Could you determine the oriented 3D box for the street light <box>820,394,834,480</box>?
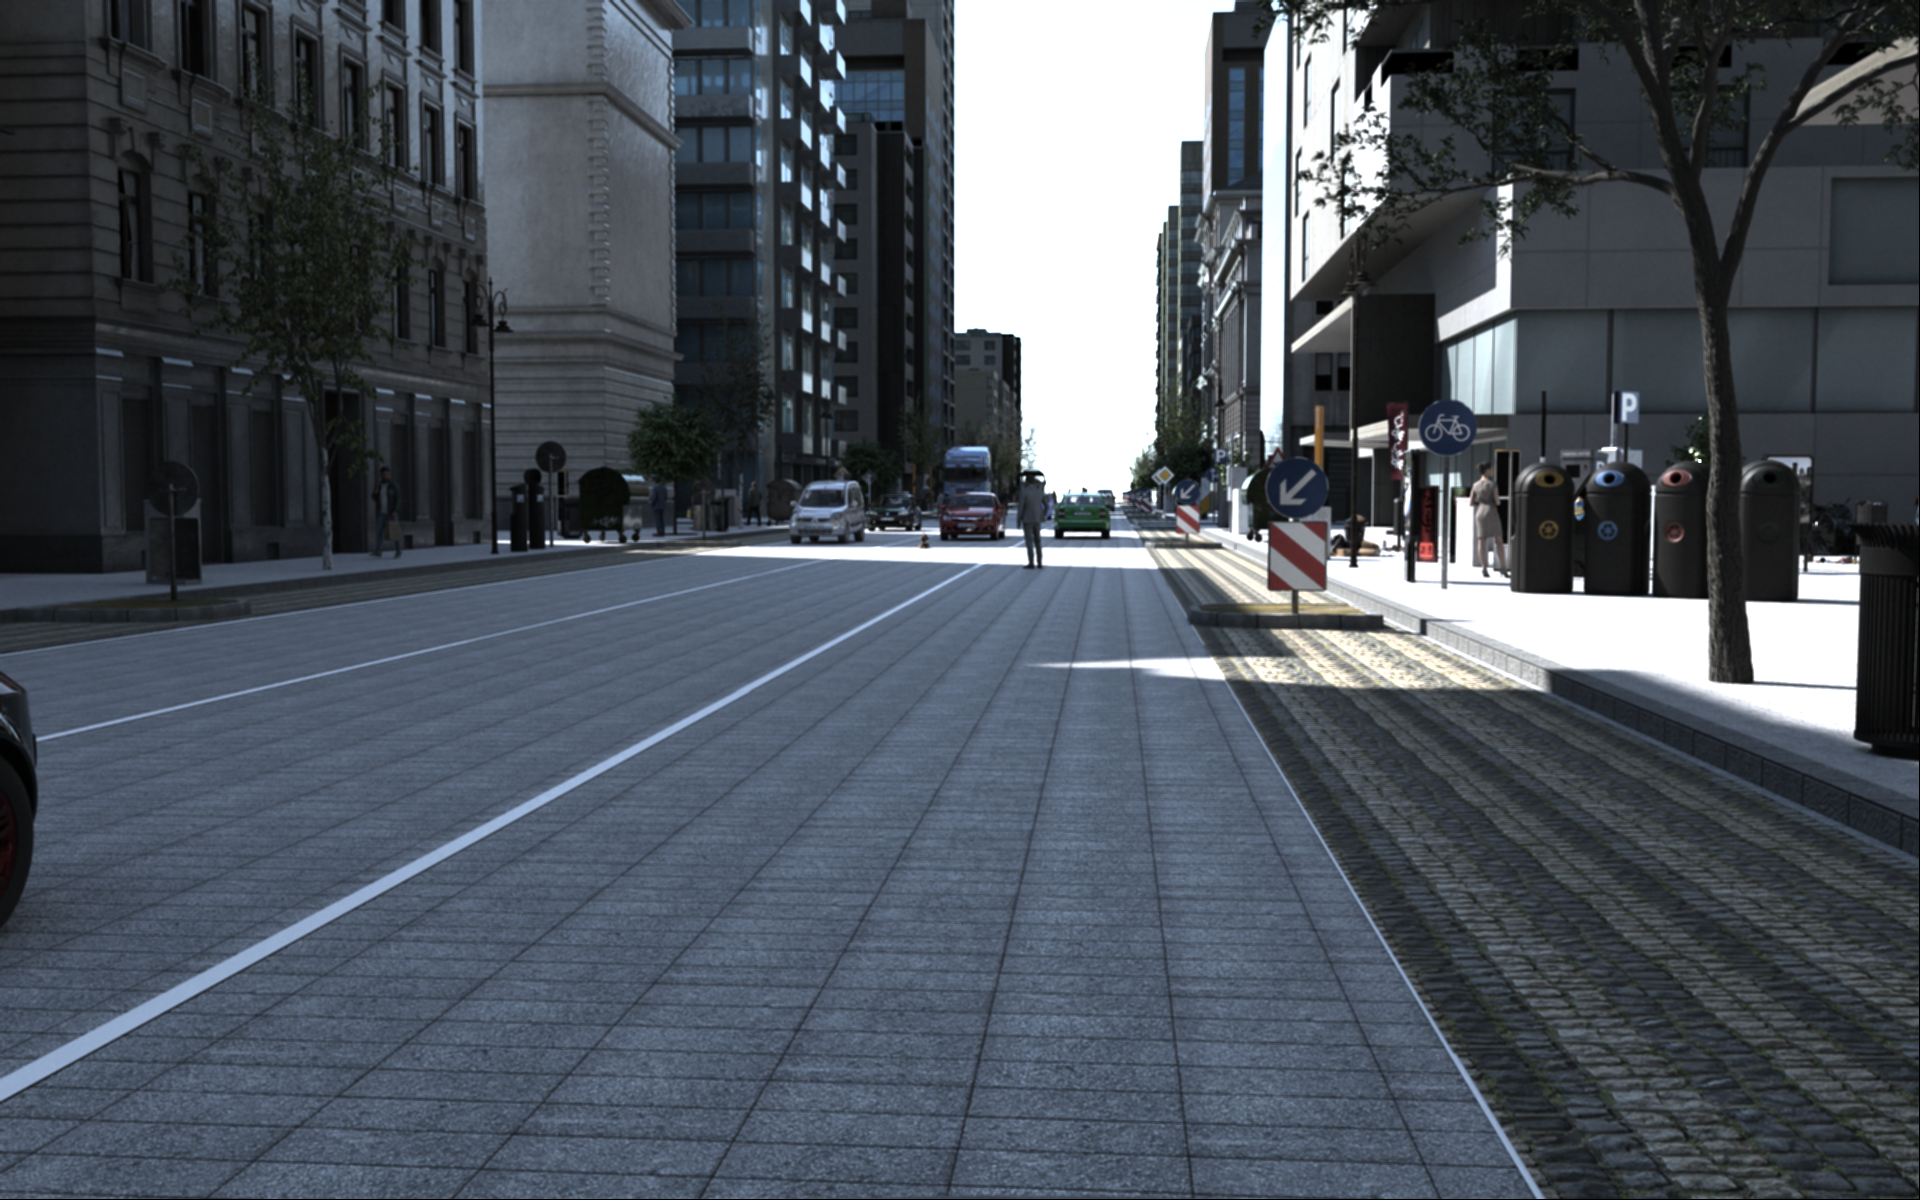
[{"bbox_3d":[-6.185,-6.584,80.430,0.468,5.910,1.993,0,4,5],"label":"street light"}]

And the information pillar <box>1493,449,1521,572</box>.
[{"bbox_3d":[9.057,-1.480,28.696,0.304,2.012,0.304,-3,5,-43],"label":"information pillar"}]

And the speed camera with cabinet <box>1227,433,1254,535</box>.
[{"bbox_3d":[9.041,-3.749,55.631,0.660,3.252,2.038,0,4,-1],"label":"speed camera with cabinet"}]

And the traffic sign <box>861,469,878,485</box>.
[{"bbox_3d":[-4.175,-4.742,79.730,0.795,2.593,0.064,0,4,5],"label":"traffic sign"}]

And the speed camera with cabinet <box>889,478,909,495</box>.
[{"bbox_3d":[-3.853,-7.050,109.595,0.660,3.252,2.038,1,4,20],"label":"speed camera with cabinet"}]

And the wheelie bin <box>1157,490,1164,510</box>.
[{"bbox_3d":[16.418,-8.183,141.695,0.693,1.594,0.980,0,4,3],"label":"wheelie bin"}]

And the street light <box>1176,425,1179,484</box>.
[{"bbox_3d":[14.246,-8.627,113.841,0.468,5.910,1.993,0,4,5],"label":"street light"}]

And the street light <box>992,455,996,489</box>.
[{"bbox_3d":[3.848,-13.574,194.718,0.468,5.910,1.993,0,4,5],"label":"street light"}]

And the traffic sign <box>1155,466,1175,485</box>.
[{"bbox_3d":[8.369,-4.184,70.597,0.795,2.593,0.064,0,4,5],"label":"traffic sign"}]

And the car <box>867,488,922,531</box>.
[{"bbox_3d":[-2.552,-3.557,67.949,2.009,1.686,4.222,0,4,6],"label":"car"}]

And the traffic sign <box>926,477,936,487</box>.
[{"bbox_3d":[-2.203,-7.979,130.565,0.768,2.556,0.104,1,4,12],"label":"traffic sign"}]

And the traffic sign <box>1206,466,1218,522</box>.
[{"bbox_3d":[11.602,-4.829,79.064,0.768,2.556,0.104,1,4,10],"label":"traffic sign"}]

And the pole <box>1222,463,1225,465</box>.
[{"bbox_3d":[13.709,-5.892,90.177,0.158,3.312,0.155,0,3,0],"label":"pole"}]

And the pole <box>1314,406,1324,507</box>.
[{"bbox_3d":[8.289,-2.824,40.016,0.158,3.312,0.155,0,3,0],"label":"pole"}]

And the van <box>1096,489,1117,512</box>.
[{"bbox_3d":[11.905,-8.291,142.568,2.013,2.044,4.112,0,4,4],"label":"van"}]

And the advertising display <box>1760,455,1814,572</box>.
[{"bbox_3d":[13.549,-1.419,28.419,0.974,1.923,0.123,-1,4,-16],"label":"advertising display"}]

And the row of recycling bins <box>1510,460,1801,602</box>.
[{"bbox_3d":[8.683,-0.899,21.819,3.534,1.692,1.069,3,4,39],"label":"row of recycling bins"}]

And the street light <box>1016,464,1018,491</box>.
[{"bbox_3d":[7.768,-16.293,239.184,0.468,5.910,1.993,0,4,5],"label":"street light"}]

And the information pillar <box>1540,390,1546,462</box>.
[{"bbox_3d":[13.117,-2.914,39.000,0.183,3.616,0.504,1,4,17],"label":"information pillar"}]

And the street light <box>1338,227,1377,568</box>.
[{"bbox_3d":[6.883,-3.506,30.117,0.468,5.910,1.993,0,4,5],"label":"street light"}]

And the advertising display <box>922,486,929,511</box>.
[{"bbox_3d":[-2.587,-7.634,130.024,0.123,1.923,0.974,2,4,27],"label":"advertising display"}]

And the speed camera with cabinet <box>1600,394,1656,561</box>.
[{"bbox_3d":[13.423,-2.410,33.744,0.660,3.252,2.038,-2,4,-31],"label":"speed camera with cabinet"}]

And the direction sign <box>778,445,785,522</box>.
[{"bbox_3d":[-8.371,-5.423,80.657,0.379,3.537,0.876,-1,4,-11],"label":"direction sign"}]

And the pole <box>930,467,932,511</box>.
[{"bbox_3d":[-2.155,-8.237,128.524,0.158,3.312,0.155,0,3,0],"label":"pole"}]

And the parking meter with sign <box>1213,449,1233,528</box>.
[{"bbox_3d":[10.103,-4.262,65.945,0.543,3.016,1.738,0,4,-5],"label":"parking meter with sign"}]

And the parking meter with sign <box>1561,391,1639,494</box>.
[{"bbox_3d":[10.860,-2.072,30.133,0.543,3.016,1.738,-2,4,-32],"label":"parking meter with sign"}]

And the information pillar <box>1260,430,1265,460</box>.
[{"bbox_3d":[11.144,-4.434,63.853,0.183,3.616,0.504,1,4,21],"label":"information pillar"}]

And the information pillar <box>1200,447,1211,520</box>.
[{"bbox_3d":[12.275,-5.826,86.615,0.504,3.616,0.183,2,4,32],"label":"information pillar"}]

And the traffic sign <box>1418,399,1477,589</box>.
[{"bbox_3d":[6.541,-1.420,23.321,0.768,2.556,0.104,0,4,6],"label":"traffic sign"}]

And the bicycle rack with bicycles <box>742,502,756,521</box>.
[{"bbox_3d":[-11.212,-4.286,83.466,2.852,0.926,2.925,1,4,21],"label":"bicycle rack with bicycles"}]

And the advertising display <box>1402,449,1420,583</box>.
[{"bbox_3d":[6.606,-1.235,25.400,0.123,1.923,0.974,0,4,8],"label":"advertising display"}]

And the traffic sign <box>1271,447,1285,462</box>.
[{"bbox_3d":[8.803,-2.938,48.032,0.884,2.594,0.081,1,4,10],"label":"traffic sign"}]

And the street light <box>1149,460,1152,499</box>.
[{"bbox_3d":[21.030,-13.344,190.955,0.468,5.910,1.993,0,4,5],"label":"street light"}]

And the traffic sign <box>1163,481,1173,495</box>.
[{"bbox_3d":[16.120,-8.210,134.331,0.768,2.556,0.104,1,4,12],"label":"traffic sign"}]

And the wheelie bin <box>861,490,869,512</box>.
[{"bbox_3d":[-6.788,-6.900,120.726,0.980,1.594,0.693,0,4,3],"label":"wheelie bin"}]

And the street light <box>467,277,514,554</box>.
[{"bbox_3d":[-9.990,-3.929,37.022,0.468,5.910,1.993,0,4,5],"label":"street light"}]

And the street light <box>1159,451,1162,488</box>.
[{"bbox_3d":[17.692,-10.992,152.502,0.468,5.910,1.993,0,4,5],"label":"street light"}]

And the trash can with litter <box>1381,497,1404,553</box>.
[{"bbox_3d":[9.784,-1.708,38.985,1.678,1.210,2.233,1,4,14],"label":"trash can with litter"}]

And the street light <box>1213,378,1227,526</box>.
[{"bbox_3d":[10.375,-5.897,69.210,0.468,5.910,1.993,0,4,5],"label":"street light"}]

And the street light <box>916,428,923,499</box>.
[{"bbox_3d":[-2.801,-8.944,119.020,0.468,5.910,1.993,0,4,5],"label":"street light"}]

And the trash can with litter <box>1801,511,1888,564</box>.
[{"bbox_3d":[16.561,-1.295,32.236,2.233,1.210,1.678,3,5,42],"label":"trash can with litter"}]

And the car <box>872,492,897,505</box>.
[{"bbox_3d":[-3.351,-4.698,87.036,2.015,1.641,3.980,0,4,5],"label":"car"}]

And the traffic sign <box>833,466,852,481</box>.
[{"bbox_3d":[-4.872,-4.256,71.775,0.795,2.593,0.064,0,4,5],"label":"traffic sign"}]

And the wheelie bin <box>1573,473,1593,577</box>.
[{"bbox_3d":[9.837,-1.155,26.789,0.693,1.594,0.980,3,4,39],"label":"wheelie bin"}]

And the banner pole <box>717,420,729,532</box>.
[{"bbox_3d":[-8.121,-4.204,58.756,0.401,3.779,0.863,-2,4,-24],"label":"banner pole"}]

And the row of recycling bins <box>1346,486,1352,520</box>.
[{"bbox_3d":[18.821,-4.376,78.658,3.534,1.692,1.069,-3,4,-36],"label":"row of recycling bins"}]

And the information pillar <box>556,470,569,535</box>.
[{"bbox_3d":[-12.368,-3.025,53.953,0.304,2.012,0.304,0,4,5],"label":"information pillar"}]

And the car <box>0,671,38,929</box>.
[{"bbox_3d":[-4.053,0.347,4.119,2.009,1.686,4.222,0,4,5],"label":"car"}]

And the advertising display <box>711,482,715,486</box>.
[{"bbox_3d":[-12.910,-5.152,89.444,0.123,1.923,0.974,1,4,15],"label":"advertising display"}]

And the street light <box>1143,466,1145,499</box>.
[{"bbox_3d":[24.323,-15.678,229.119,0.468,5.910,1.993,0,4,5],"label":"street light"}]

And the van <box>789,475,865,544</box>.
[{"bbox_3d":[-3.899,-2.702,51.190,2.013,2.044,4.112,0,4,7],"label":"van"}]

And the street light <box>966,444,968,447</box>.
[{"bbox_3d":[0.603,-11.239,156.550,0.468,5.910,1.993,0,4,5],"label":"street light"}]

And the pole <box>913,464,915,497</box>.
[{"bbox_3d":[-3.130,-7.577,117.723,0.158,3.312,0.155,0,3,0],"label":"pole"}]

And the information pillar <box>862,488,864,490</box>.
[{"bbox_3d":[-7.098,-7.386,125.255,0.304,2.012,0.304,-2,4,-34],"label":"information pillar"}]

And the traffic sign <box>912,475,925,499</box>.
[{"bbox_3d":[-2.797,-7.101,116.101,0.884,2.594,0.081,1,4,11],"label":"traffic sign"}]

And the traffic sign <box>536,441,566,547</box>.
[{"bbox_3d":[-9.844,-2.542,41.674,0.768,2.556,0.104,0,4,7],"label":"traffic sign"}]

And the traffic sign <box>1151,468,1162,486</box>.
[{"bbox_3d":[9.067,-4.670,78.552,0.795,2.593,0.064,0,4,5],"label":"traffic sign"}]
